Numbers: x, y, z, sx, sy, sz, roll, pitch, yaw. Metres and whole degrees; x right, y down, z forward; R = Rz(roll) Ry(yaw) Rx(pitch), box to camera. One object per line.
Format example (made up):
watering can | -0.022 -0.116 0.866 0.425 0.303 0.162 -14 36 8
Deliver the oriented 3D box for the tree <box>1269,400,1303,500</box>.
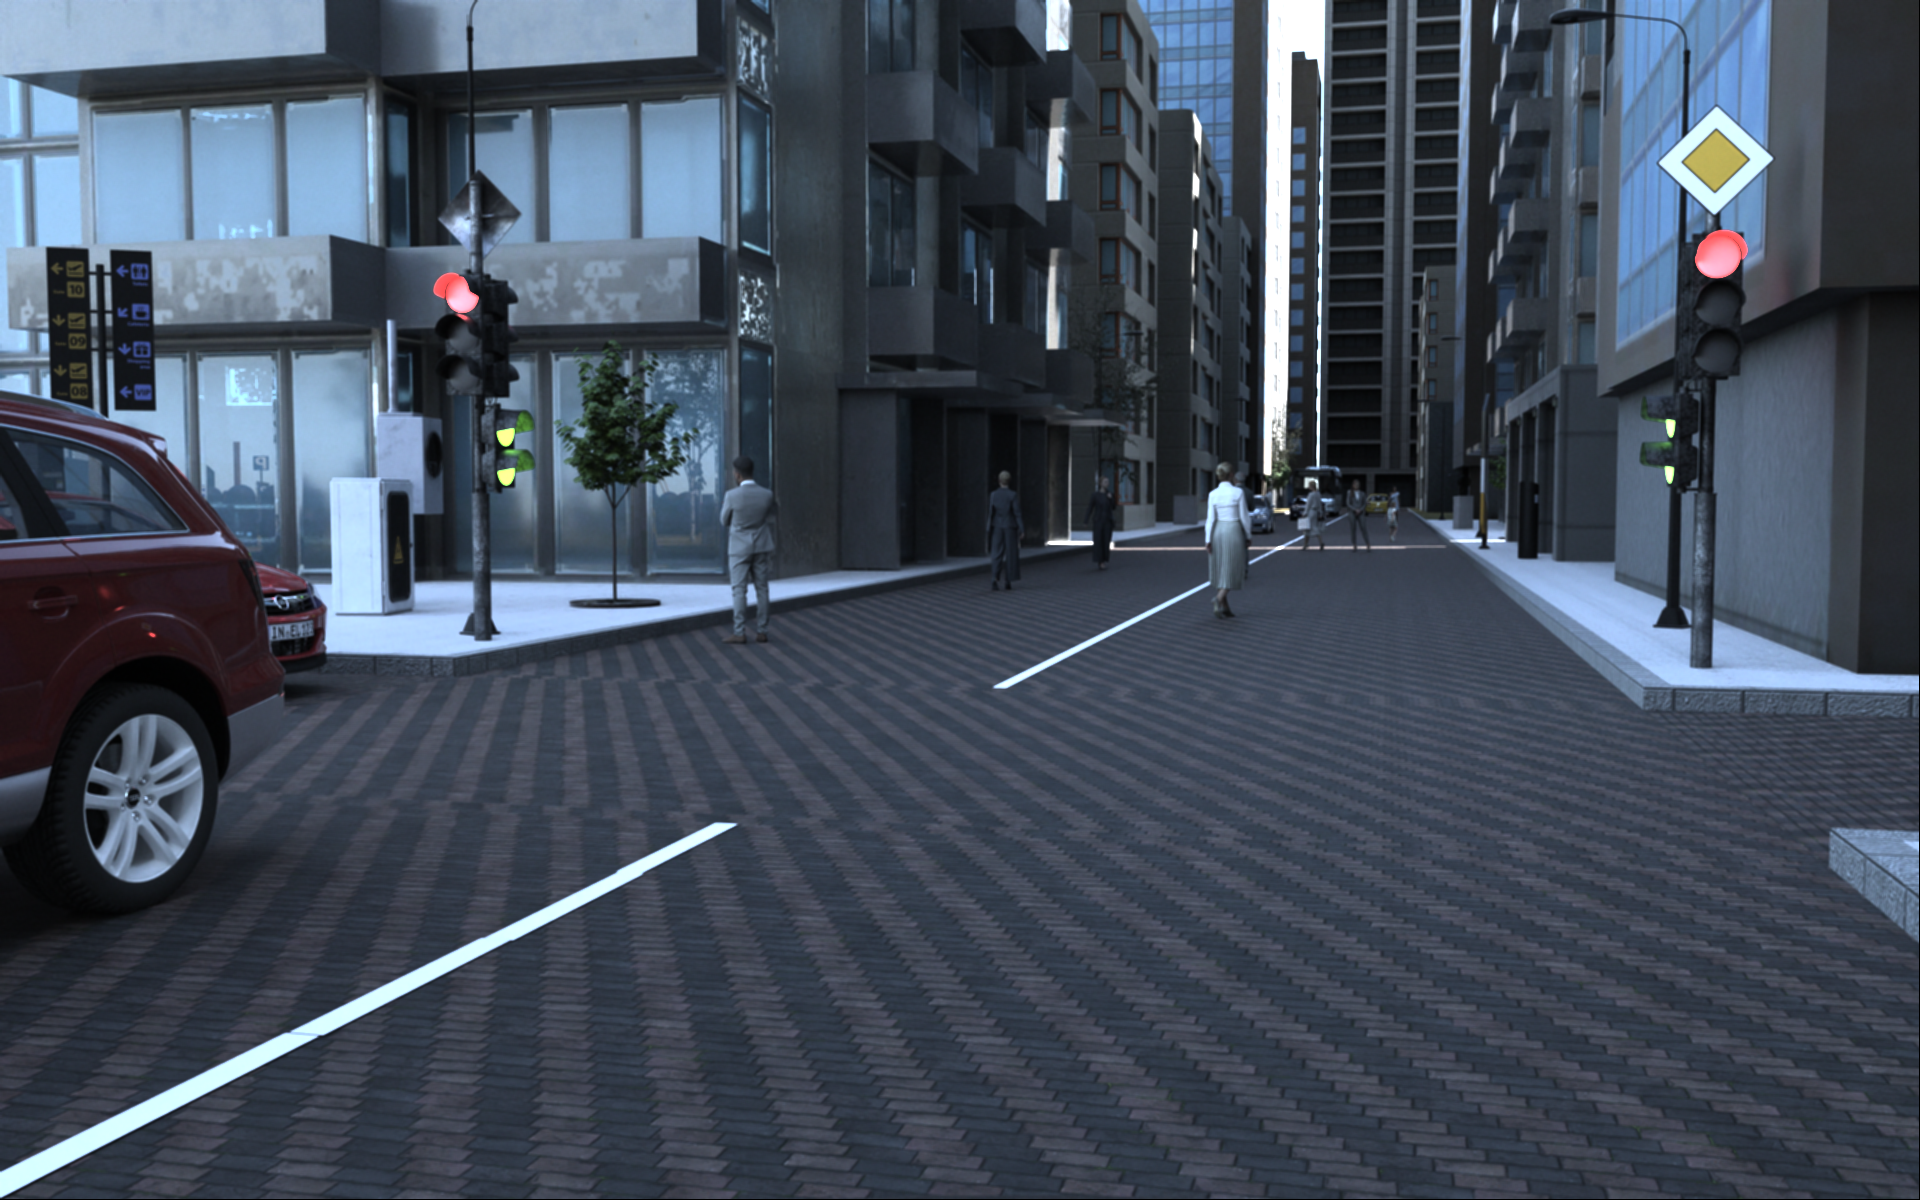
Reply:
tree | 24.365 -11.223 133.859 4.360 8.622 3.978 0 3 0

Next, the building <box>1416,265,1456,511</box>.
building | 52.155 -18.181 142.296 27.650 21.520 28.899 1 4 14

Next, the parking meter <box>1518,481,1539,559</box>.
parking meter | 11.291 -1.590 34.400 0.372 1.533 0.369 0 3 0

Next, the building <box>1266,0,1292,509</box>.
building | 18.437 -43.770 153.890 20.611 71.187 20.563 1 4 14

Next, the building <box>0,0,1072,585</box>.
building | -9.314 -25.563 37.570 23.786 49.044 30.456 1 4 14

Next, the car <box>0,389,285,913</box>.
car | -4.148 0.240 4.753 2.281 1.827 5.304 1 4 15

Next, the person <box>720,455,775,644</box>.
person | -2.080 -0.494 16.764 0.511 1.800 0.466 -3 5 -45

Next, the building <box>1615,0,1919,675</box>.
building | 14.470 -22.361 15.710 14.200 45.320 14.600 1 4 14

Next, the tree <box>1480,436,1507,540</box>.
tree | 15.818 -3.328 49.012 1.663 3.219 1.824 0 3 0

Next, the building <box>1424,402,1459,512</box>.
building | 42.333 -48.833 111.091 22.319 86.520 31.000 1 4 14

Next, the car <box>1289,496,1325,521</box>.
car | 18.978 -5.012 94.525 1.945 1.354 3.894 1 4 15

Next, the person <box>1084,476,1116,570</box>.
person | 2.677 -1.469 32.935 0.576 1.772 0.534 -2 4 -30

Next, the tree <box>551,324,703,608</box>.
tree | -4.031 -1.536 19.723 1.663 3.219 1.824 0 3 0

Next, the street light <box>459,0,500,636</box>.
street light | -3.873 -2.630 15.546 1.470 5.913 1.316 1 4 14

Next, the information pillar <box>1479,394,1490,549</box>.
information pillar | 12.241 -2.999 40.394 0.183 3.616 0.504 2 4 28

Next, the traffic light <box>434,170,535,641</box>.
traffic light | -4.163 -1.598 15.053 0.839 4.253 0.868 1 4 14

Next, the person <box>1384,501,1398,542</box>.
person | 12.896 -2.351 51.956 0.382 1.210 0.505 -3 4 -36

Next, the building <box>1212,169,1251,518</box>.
building | 2.640 -15.951 105.836 27.650 21.520 28.899 1 4 14

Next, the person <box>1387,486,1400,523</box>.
person | 21.037 -4.613 84.010 0.616 1.811 0.778 2 4 25

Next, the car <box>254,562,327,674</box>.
car | -6.782 -0.218 12.604 4.494 1.783 2.155 1 4 15

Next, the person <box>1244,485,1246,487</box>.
person | 13.107 -4.360 79.882 0.850 1.850 0.679 -3 5 -44

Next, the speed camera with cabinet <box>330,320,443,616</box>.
speed camera with cabinet | -6.285 -1.514 19.090 0.660 3.252 2.038 0 4 1

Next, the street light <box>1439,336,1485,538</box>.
street light | 14.832 -4.799 51.011 1.470 5.913 1.316 1 4 14

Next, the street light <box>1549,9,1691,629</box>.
street light | 6.341 -2.697 16.644 1.470 5.913 1.316 1 4 14

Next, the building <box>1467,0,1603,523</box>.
building | 32.254 -27.266 65.410 23.786 49.044 30.456 1 4 14

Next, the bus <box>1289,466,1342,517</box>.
bus | 23.152 -7.160 111.921 2.948 3.499 13.247 1 4 14

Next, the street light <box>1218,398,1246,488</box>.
street light | 13.121 -6.819 84.035 1.470 5.913 1.316 1 4 14

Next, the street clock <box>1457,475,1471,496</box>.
street clock | 19.330 -3.785 66.456 0.471 2.002 0.358 -1 4 -18

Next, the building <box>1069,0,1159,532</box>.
building | -4.365 -14.121 75.926 27.650 21.520 28.899 1 4 14

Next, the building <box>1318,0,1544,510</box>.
building | 47.512 -45.090 175.469 20.611 71.187 20.563 1 4 14

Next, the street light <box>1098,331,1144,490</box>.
street light | 4.551 -4.717 49.664 1.470 5.913 1.316 1 4 14

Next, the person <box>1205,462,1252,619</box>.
person | 3.059 -0.688 19.971 0.478 1.798 0.641 3 4 39

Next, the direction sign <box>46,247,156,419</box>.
direction sign | -7.953 -1.475 16.112 0.876 3.537 0.379 -1 4 -19

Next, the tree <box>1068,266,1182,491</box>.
tree | 4.667 -6.453 55.877 4.360 8.622 3.978 0 3 0

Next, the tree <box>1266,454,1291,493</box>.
tree | 25.003 -9.491 138.884 4.285 4.588 4.351 0 3 0

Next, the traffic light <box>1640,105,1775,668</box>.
traffic light | 5.464 -1.454 12.700 0.839 4.253 0.868 1 4 14

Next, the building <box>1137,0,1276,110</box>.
building | 15.064 -28.997 124.205 14.600 45.320 14.200 1 4 14

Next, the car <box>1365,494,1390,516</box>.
car | 27.289 -6.286 113.000 2.015 1.641 3.980 1 4 13

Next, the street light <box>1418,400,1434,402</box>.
street light | 23.164 -6.882 85.054 1.470 5.913 1.316 1 4 14

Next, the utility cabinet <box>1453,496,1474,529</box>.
utility cabinet | 18.434 -3.199 63.463 0.306 1.237 1.020 3 5 44

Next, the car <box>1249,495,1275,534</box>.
car | 10.626 -3.171 63.842 2.014 1.417 4.499 1 4 13

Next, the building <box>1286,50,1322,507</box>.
building | 29.315 -32.213 176.786 14.200 45.320 14.600 1 4 14

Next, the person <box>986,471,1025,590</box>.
person | 0.680 -1.033 25.813 0.576 1.772 0.534 0 4 3

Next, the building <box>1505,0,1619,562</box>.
building | 22.323 -36.358 32.705 20.563 71.187 20.611 1 4 14

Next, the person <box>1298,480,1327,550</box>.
person | 9.031 -2.169 44.319 0.694 1.780 0.624 -2 4 -27

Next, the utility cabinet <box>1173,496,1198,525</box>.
utility cabinet | 9.450 -3.751 72.486 1.020 1.237 0.306 2 4 34

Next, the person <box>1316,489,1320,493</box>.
person | 20.406 -5.588 99.728 0.599 1.838 0.709 -2 4 -35

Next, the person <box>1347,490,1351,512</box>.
person | 30.765 -7.783 136.477 0.721 1.736 1.217 1 4 12

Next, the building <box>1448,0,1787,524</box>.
building | 33.540 -26.938 90.551 14.600 45.320 14.200 1 4 14

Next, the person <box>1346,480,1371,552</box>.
person | 9.937 -2.103 43.153 0.520 1.790 0.573 -1 4 -13

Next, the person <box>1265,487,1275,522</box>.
person | 15.433 -4.744 86.293 0.641 1.798 0.478 0 4 -1

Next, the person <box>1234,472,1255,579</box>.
person | 4.663 -1.267 29.397 0.661 1.801 0.590 -2 4 -25
